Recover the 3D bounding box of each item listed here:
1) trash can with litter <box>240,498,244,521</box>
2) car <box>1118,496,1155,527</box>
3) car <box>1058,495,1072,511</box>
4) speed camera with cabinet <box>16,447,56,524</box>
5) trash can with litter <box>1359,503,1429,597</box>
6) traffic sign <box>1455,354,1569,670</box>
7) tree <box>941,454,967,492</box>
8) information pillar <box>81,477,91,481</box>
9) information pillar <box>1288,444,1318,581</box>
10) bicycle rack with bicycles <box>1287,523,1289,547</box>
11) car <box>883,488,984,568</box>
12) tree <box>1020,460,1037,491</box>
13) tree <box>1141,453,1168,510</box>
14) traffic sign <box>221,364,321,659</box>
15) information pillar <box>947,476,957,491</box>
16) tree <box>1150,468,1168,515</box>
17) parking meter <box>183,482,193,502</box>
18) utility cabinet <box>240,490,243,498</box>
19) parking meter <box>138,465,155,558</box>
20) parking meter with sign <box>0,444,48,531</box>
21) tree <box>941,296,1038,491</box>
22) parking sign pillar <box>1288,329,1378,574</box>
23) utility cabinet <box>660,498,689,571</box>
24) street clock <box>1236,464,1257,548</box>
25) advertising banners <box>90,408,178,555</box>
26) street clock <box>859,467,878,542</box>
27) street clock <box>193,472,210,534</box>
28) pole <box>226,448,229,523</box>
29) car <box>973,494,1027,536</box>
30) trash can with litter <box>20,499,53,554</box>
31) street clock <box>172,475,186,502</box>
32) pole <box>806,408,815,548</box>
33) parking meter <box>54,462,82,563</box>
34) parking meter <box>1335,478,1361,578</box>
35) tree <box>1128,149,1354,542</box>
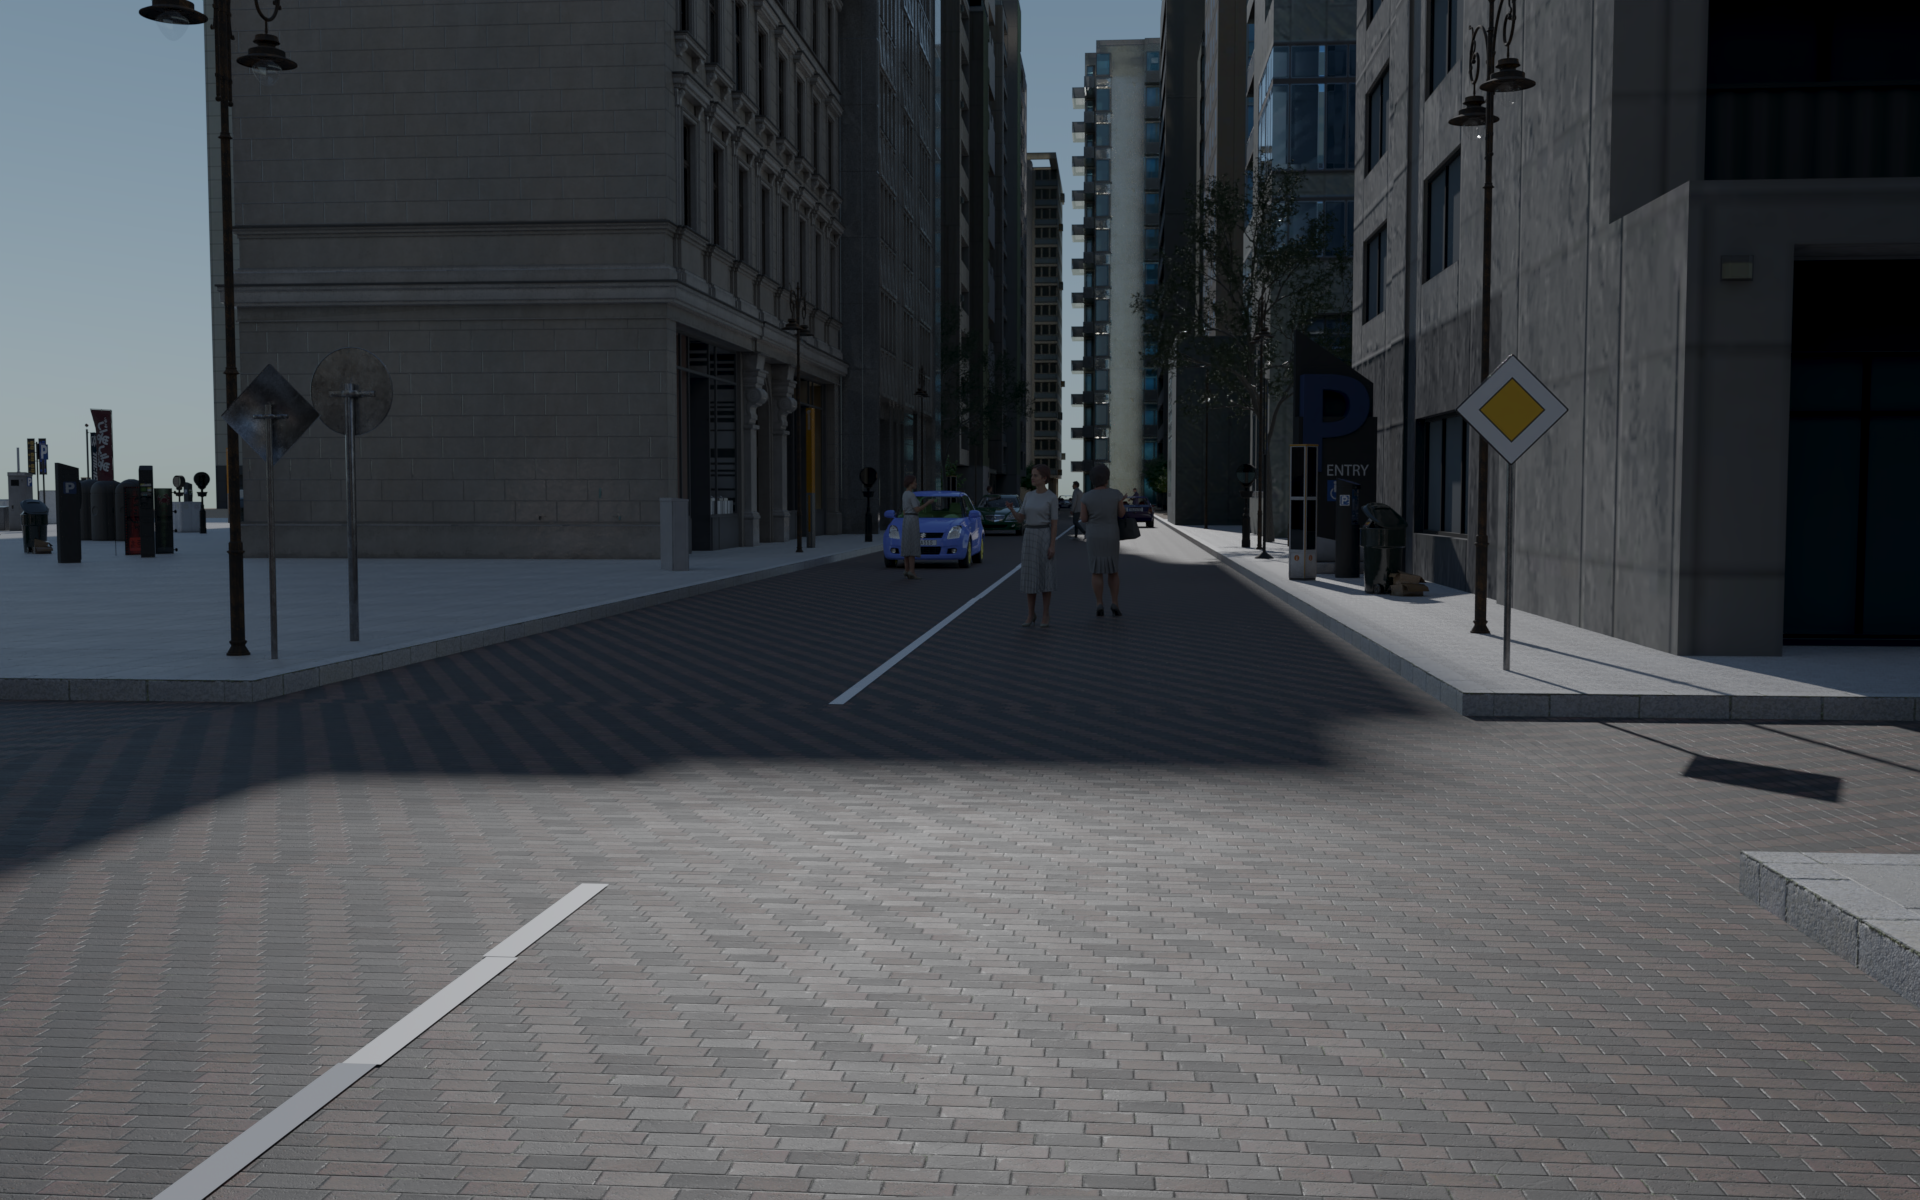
[{"bbox_3d":[-23.023,-2.716,55.792,0.624,1.170,1.055,-1,4,-19],"label":"trash can with litter"},{"bbox_3d":[7.579,-3.868,75.823,1.945,1.354,3.894,0,4,4],"label":"car"},{"bbox_3d":[9.122,-8.348,149.065,1.945,1.354,3.894,0,4,6],"label":"car"},{"bbox_3d":[-39.448,-4.874,74.021,2.038,3.252,0.660,-2,4,-32],"label":"speed camera with cabinet"},{"bbox_3d":[5.580,-0.654,22.078,0.624,1.170,1.055,-2,4,-25],"label":"trash can with litter"},{"bbox_3d":[3.977,-0.545,12.552,0.795,2.450,0.064,0,4,5],"label":"traffic sign"},{"bbox_3d":[-0.471,-5.483,84.255,1.663,3.219,1.824,0,3,0],"label":"tree"},{"bbox_3d":[-38.038,-4.338,75.426,0.304,2.012,0.304,0,4,7],"label":"information pillar"},{"bbox_3d":[5.100,-1.299,25.738,0.304,2.012,0.304,-3,5,-43],"label":"information pillar"},{"bbox_3d":[9.476,-1.773,42.371,2.925,0.926,2.852,-3,5,-45],"label":"bicycle rack with bicycles"},{"bbox_3d":[-0.500,-1.543,34.820,1.945,1.707,3.694,0,4,6],"label":"car"},{"bbox_3d":[6.903,-11.116,165.464,4.285,4.588,4.351,0,3,0],"label":"tree"},{"bbox_3d":[15.956,-9.398,137.363,4.285,4.588,4.351,0,3,0],"label":"tree"},{"bbox_3d":[-5.328,-0.597,13.407,0.795,2.450,0.064,0,4,5],"label":"traffic sign"},{"bbox_3d":[-0.334,-4.009,70.040,0.304,2.012,0.304,-2,4,-32],"label":"information pillar"},{"bbox_3d":[12.982,-6.801,105.791,1.663,3.219,1.824,0,3,0],"label":"tree"},{"bbox_3d":[-37.305,-4.772,83.730,0.399,1.863,0.255,2,4,27],"label":"parking meter"},{"bbox_3d":[-36.927,-4.972,89.976,1.173,1.500,0.318,1,4,10],"label":"utility cabinet"},{"bbox_3d":[-16.448,-1.793,35.033,0.255,1.863,0.399,-1,4,-22],"label":"parking meter"},{"bbox_3d":[-32.737,-3.920,60.346,1.738,3.016,0.543,0,4,1],"label":"parking meter with sign"},{"bbox_3d":[-0.585,-8.839,78.922,8.767,10.594,7.601,0,4,5],"label":"tree"},{"bbox_3d":[6.123,-2.436,28.302,1.447,3.967,1.447,0,4,-2],"label":"parking sign pillar"},{"bbox_3d":[-4.821,-1.108,29.276,0.306,1.237,1.020,-1,4,-21],"label":"utility cabinet"},{"bbox_3d":[6.854,-2.256,41.453,0.471,2.002,0.358,1,4,21],"label":"street clock"},{"bbox_3d":[-17.350,-2.459,36.400,0.090,3.025,2.074,2,4,24],"label":"advertising banners"},{"bbox_3d":[-2.453,-2.560,46.432,0.471,2.002,0.358,-1,4,-11],"label":"street clock"},{"bbox_3d":[-24.564,-3.155,56.153,0.471,2.002,0.358,-2,4,-34],"label":"street clock"},{"bbox_3d":[-32.297,-5.058,76.546,0.158,3.312,0.155,0,3,0],"label":"pole"},{"bbox_3d":[1.425,-3.026,61.281,2.131,1.459,4.920,0,4,6],"label":"car"},{"bbox_3d":[-19.858,-1.591,37.406,0.624,1.170,1.055,-3,5,-45],"label":"trash can with litter"},{"bbox_3d":[-30.041,-3.798,66.669,0.471,2.002,0.358,2,4,28],"label":"street clock"},{"bbox_3d":[-3.549,-2.893,41.143,0.158,3.312,0.155,0,3,0],"label":"pole"},{"bbox_3d":[-16.580,-1.622,32.229,0.399,1.863,0.255,-3,5,-45],"label":"parking meter"},{"bbox_3d":[5.944,-1.108,26.526,0.372,1.533,0.369,0,3,0],"label":"parking meter"},{"bbox_3d":[8.372,-6.834,46.154,8.767,10.594,7.601,1,4,17],"label":"tree"}]
